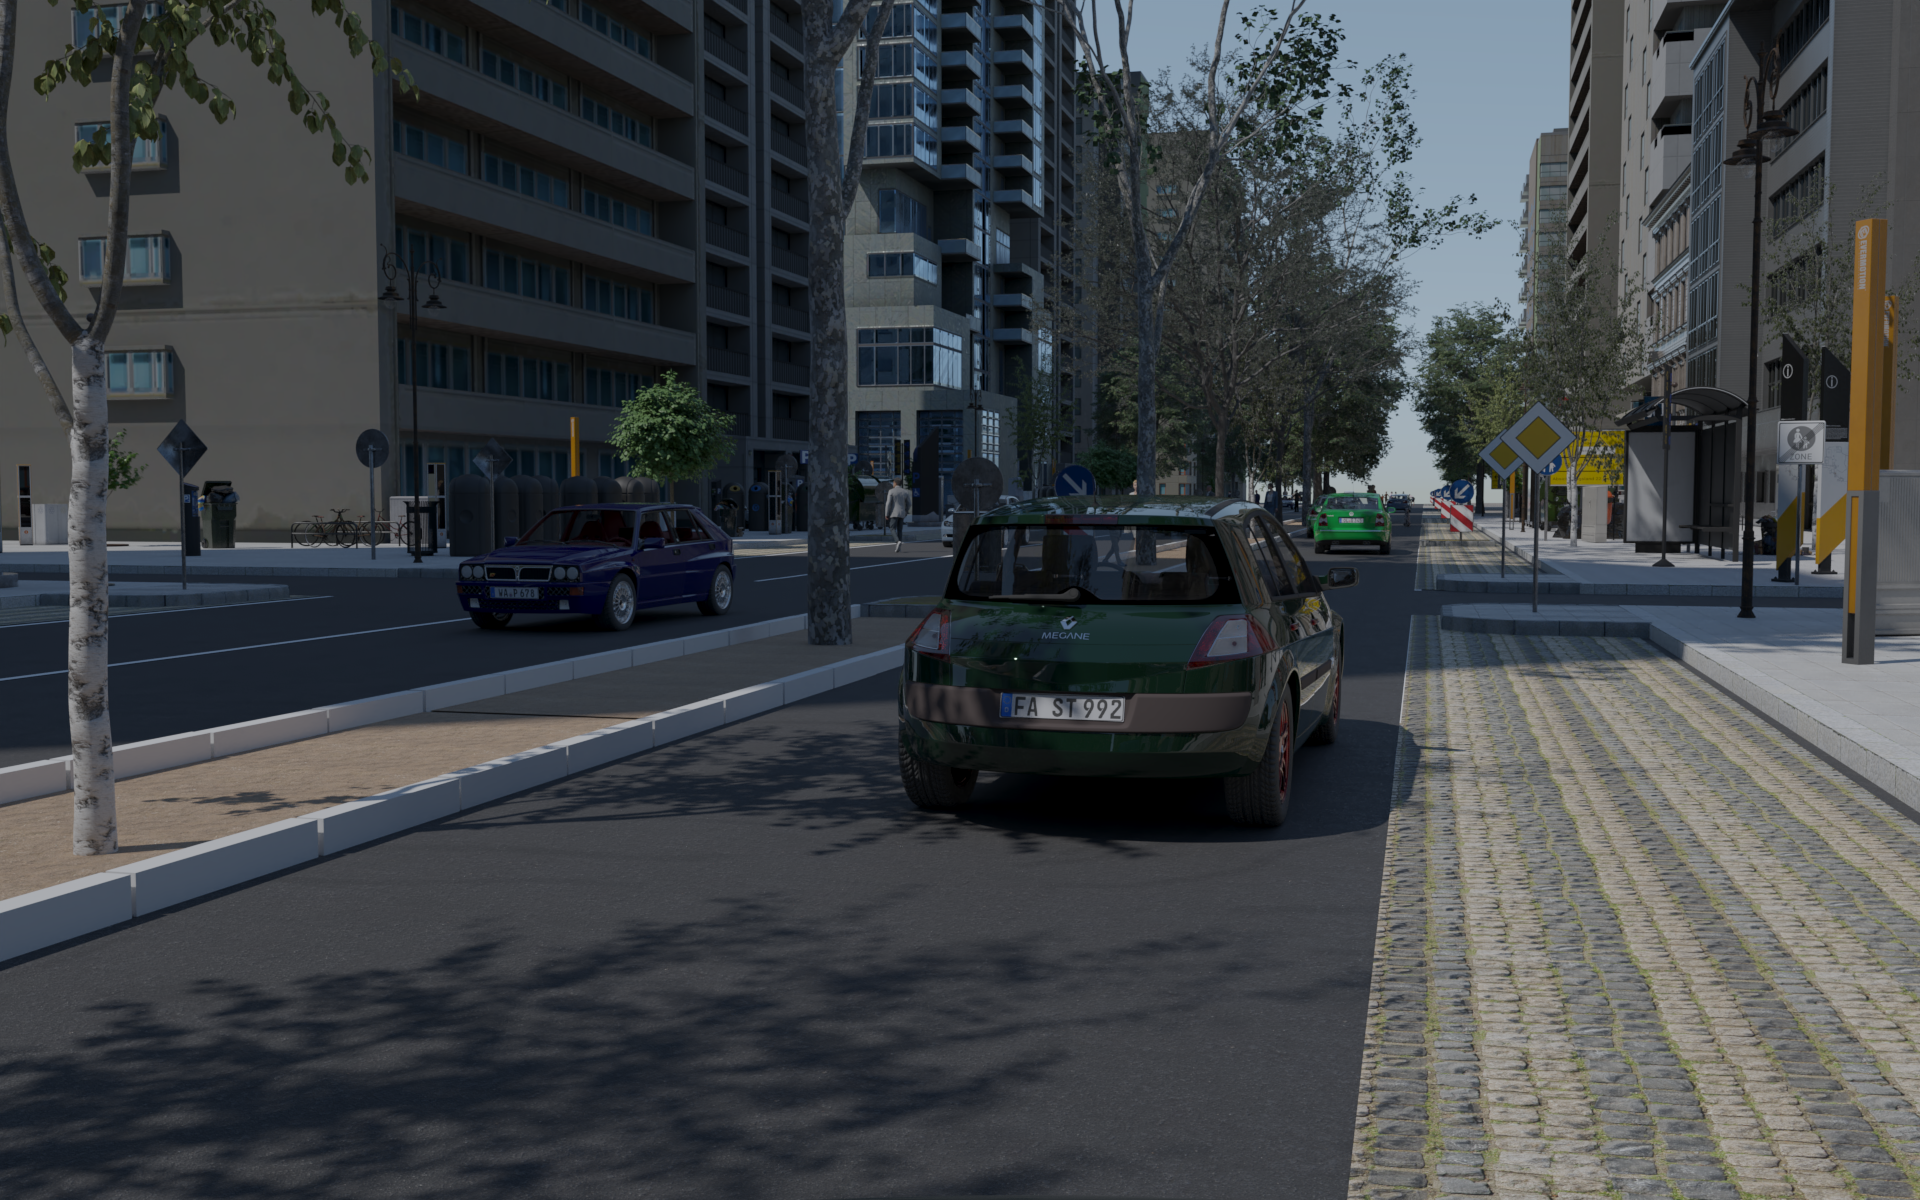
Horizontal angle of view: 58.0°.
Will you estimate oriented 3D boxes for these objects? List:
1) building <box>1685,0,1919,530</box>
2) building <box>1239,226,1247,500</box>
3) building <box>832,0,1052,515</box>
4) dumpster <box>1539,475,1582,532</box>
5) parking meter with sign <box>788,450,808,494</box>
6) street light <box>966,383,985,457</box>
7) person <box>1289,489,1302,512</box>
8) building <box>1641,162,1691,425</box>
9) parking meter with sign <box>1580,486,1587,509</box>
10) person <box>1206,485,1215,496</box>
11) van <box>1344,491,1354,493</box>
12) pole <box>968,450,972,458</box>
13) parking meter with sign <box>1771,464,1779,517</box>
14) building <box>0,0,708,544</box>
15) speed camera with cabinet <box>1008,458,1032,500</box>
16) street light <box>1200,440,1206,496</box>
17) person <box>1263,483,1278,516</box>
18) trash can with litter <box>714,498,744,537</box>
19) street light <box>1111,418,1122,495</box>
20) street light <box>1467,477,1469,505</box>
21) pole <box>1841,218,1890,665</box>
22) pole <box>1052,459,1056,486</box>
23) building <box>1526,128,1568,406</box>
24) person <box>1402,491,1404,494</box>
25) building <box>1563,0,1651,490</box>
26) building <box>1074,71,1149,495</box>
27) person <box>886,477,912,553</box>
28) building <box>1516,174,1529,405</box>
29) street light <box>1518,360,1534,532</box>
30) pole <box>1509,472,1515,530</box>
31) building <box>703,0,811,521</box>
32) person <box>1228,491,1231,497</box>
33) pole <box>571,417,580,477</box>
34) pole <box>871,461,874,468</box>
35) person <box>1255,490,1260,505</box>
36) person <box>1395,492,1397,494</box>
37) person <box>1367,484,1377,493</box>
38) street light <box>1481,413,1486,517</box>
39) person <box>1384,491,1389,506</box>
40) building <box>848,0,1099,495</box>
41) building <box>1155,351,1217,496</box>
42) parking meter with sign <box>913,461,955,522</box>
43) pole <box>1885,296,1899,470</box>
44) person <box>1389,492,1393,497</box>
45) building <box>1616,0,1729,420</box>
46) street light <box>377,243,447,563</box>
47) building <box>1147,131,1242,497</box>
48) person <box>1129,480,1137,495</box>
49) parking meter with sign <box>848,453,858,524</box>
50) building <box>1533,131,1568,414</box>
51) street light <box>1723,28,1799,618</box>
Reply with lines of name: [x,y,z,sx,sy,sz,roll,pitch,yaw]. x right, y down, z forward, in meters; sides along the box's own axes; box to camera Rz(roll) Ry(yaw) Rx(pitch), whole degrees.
building: [35.471,-14.833,61.580,14.314,24.678,30.058,1,4,15]
building: [34.197,-34.797,252.522,14.154,41.232,14.086,1,4,15]
building: [-5.623,-49.514,122.225,22.319,86.520,31.000,1,4,15]
dumpster: [20.659,-3.496,59.646,1.502,2.255,1.985,1,4,15]
parking meter with sign: [-6.535,-4.468,69.316,0.543,3.016,1.738,-2,4,-32]
street light: [0.654,-6.077,72.139,0.468,5.910,1.993,1,4,15]
person: [26.839,-7.922,138.168,1.348,1.807,0.705,-2,4,-34]
building: [40.428,-13.535,85.918,10.561,19.102,19.286,1,4,15]
parking meter with sign: [28.081,-5.029,78.483,1.738,3.016,0.543,-2,4,-26]
person: [9.735,-3.609,67.906,0.834,1.777,0.661,-2,4,-31]
van: [48.953,-12.896,217.867,2.013,2.044,4.112,1,4,13]
pole: [0.438,-5.237,79.475,0.158,3.312,0.155,0,3,0]
parking meter with sign: [21.101,-2.924,44.061,0.543,3.016,1.738,0,4,7]
building: [-22.426,-26.436,55.937,21.300,48.544,21.600,1,4,15]
speed camera with cabinet: [3.541,-6.250,96.527,0.660,3.252,2.038,3,5,42]
street light: [20.413,-10.568,145.568,0.468,5.910,1.993,1,4,15]
person: [11.017,-3.224,61.239,0.654,1.822,0.581,-3,5,-41]
trash can with litter: [-6.868,-2.467,51.724,0.624,1.170,1.055,1,4,14]
street light: [9.527,-8.122,105.578,0.468,5.910,1.993,1,4,15]
street light: [38.670,-9.716,131.639,0.468,5.910,1.993,1,4,15]
pole: [6.783,-1.171,12.984,0.158,3.312,0.155,0,3,0]
pole: [5.395,-6.466,99.555,0.158,3.312,0.155,0,3,0]
building: [76.707,-34.319,211.234,14.600,45.320,14.200,1,4,15]
person: [65.127,-15.033,254.305,1.348,1.823,0.705,-1,4,-16]
building: [59.106,-31.231,134.320,21.300,48.544,21.600,1,4,15]
building: [9.807,-29.410,164.440,14.154,41.232,14.086,1,4,15]
person: [-1.497,-2.097,42.627,0.661,1.843,0.795,-1,4,-23]
building: [86.712,-37.460,232.080,23.786,49.044,30.456,1,4,15]
street light: [18.944,-5.218,58.100,0.468,5.910,1.993,1,4,15]
pole: [19.670,-4.148,61.668,0.158,3.312,0.155,0,3,0]
building: [-16.207,-39.474,83.659,20.563,71.187,20.611,1,4,15]
person: [23.046,-8.512,148.476,0.445,1.727,0.742,0,4,-4]
pole: [-10.225,-3.194,46.066,0.158,3.312,0.155,0,3,0]
pole: [-5.424,-6.927,107.093,0.158,3.312,0.155,0,3,0]
person: [19.112,-6.253,111.648,0.530,1.710,0.541,-2,4,-30]
person: [55.614,-12.977,221.386,1.217,1.736,0.721,-3,5,-40]
person: [16.991,-3.859,71.565,0.573,1.828,0.580,-2,4,-32]
street light: [29.672,-7.666,98.132,0.468,5.910,1.993,1,4,15]
person: [51.296,-12.211,208.674,0.721,1.766,1.217,-3,5,-40]
building: [1.123,-43.382,147.554,20.563,71.187,20.611,1,4,15]
building: [15.998,-22.476,212.528,27.650,21.520,28.899,1,4,15]
parking meter with sign: [-1.059,-4.669,72.595,1.738,3.016,0.543,1,4,14]
pole: [9.583,-1.475,17.965,0.158,3.312,0.155,0,3,0]
person: [46.939,-10.941,188.321,0.436,1.711,0.756,0,4,7]
building: [57.189,-31.771,108.695,28.713,52.752,27.495,1,4,15]
street light: [-10.120,-3.631,32.159,0.468,5.910,1.993,1,4,15]
building: [26.330,-37.431,235.697,21.300,48.544,21.600,1,4,15]
person: [4.460,-2.108,43.314,0.624,1.780,0.694,-3,4,-38]
parking meter with sign: [-4.609,-4.813,74.951,0.543,3.016,1.738,0,4,2]
building: [72.600,-31.400,196.990,14.154,41.232,14.086,1,4,15]
street light: [8.166,-2.753,17.806,0.468,5.910,1.993,1,4,15]
